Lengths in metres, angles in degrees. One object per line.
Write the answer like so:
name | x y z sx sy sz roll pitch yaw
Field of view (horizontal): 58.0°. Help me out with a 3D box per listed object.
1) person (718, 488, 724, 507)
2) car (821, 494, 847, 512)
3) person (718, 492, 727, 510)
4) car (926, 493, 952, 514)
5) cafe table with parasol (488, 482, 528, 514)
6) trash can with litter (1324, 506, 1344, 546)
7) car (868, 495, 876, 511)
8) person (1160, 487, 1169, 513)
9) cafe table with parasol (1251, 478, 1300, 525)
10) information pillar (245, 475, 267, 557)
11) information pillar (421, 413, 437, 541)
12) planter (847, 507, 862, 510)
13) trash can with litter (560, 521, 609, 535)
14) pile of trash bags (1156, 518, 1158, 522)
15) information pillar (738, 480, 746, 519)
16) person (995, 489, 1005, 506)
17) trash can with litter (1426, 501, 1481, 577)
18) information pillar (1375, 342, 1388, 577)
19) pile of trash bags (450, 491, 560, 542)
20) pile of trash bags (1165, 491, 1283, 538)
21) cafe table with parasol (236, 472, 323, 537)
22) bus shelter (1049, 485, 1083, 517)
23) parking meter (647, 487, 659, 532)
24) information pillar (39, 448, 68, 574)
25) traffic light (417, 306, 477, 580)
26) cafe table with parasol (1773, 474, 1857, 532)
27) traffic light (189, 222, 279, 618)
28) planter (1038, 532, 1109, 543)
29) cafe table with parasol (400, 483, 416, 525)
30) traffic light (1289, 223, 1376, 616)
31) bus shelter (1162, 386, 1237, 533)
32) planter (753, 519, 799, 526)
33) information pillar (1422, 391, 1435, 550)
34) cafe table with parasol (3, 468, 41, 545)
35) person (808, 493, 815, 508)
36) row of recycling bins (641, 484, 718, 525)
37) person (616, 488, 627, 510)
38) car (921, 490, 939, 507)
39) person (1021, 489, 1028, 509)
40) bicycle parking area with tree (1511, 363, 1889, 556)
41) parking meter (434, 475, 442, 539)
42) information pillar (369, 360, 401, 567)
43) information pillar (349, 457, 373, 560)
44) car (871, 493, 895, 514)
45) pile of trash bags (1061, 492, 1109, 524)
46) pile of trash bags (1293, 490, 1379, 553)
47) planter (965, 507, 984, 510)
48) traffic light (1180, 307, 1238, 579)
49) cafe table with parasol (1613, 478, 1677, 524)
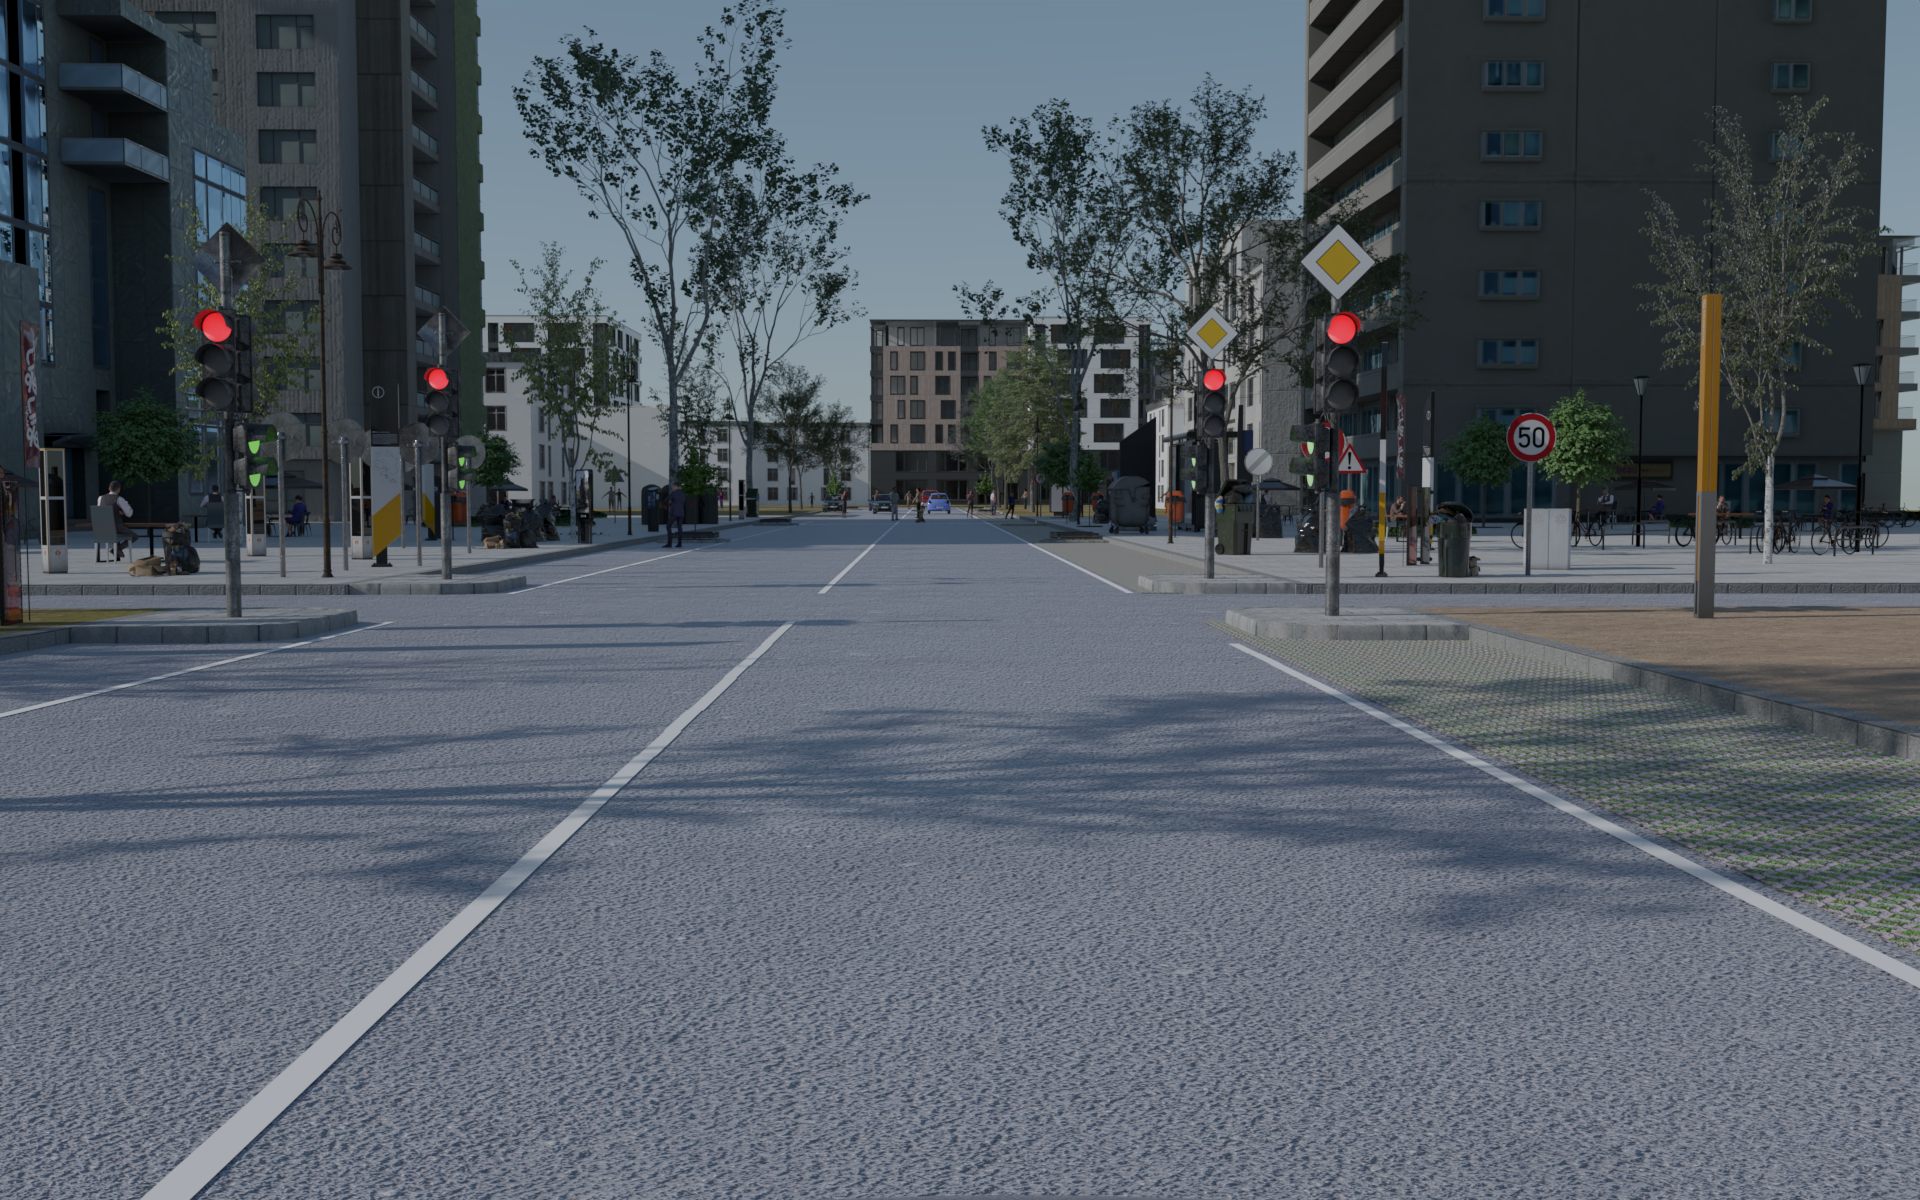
person | -22.929 -9.803 166.279 0.705 1.831 1.348 -3 4 -37
car | -9.534 -7.460 131.757 2.009 1.686 4.222 0 4 -1
person | -19.158 -7.918 138.721 0.991 1.433 0.599 -2 4 -28
car | -1.533 -7.114 125.900 1.945 1.707 3.694 0 4 -1
cafe table with parasol | -22.314 -4.927 85.422 2.610 1.966 2.610 3 5 39
trash can with litter | 8.976 -1.909 42.602 0.624 1.170 1.055 -3 5 -41
car | -6.926 -8.286 148.063 1.945 1.354 3.894 0 4 -2
person | 13.718 -6.606 114.778 1.217 1.736 0.721 -2 4 -30
cafe table with parasol | 12.899 -4.085 71.656 2.610 1.966 2.610 0 4 -8
information pillar | -14.484 -1.903 35.611 0.304 2.012 0.304 -3 5 -43
information pillar | -14.591 -3.435 47.516 0.183 3.616 0.504 1 4 14
planter | -9.802 -8.243 155.912 1.991 0.319 1.994 0 4 -1
trash can with litter | -11.761 -2.665 54.633 1.678 1.210 2.233 0 4 -1
pile of trash bags | 7.391 -4.295 79.973 3.447 1.369 1.912 -3 4 -39
information pillar | -11.030 -5.087 87.665 0.304 2.012 0.304 0 4 8
person | 3.996 -10.433 176.644 1.348 1.821 0.705 0 4 0
trash can with litter | 7.703 -0.950 26.913 0.624 1.170 1.055 2 4 33
information pillar | 6.504 -2.157 26.624 0.183 3.616 0.504 1 4 15
pile of trash bags | -12.659 -2.314 47.584 3.447 1.369 1.912 2 4 24
pile of trash bags | 7.750 -2.520 50.959 3.447 1.369 1.912 0 4 7
cafe table with parasol | -20.370 -2.883 52.011 2.610 1.966 2.610 0 4 -4
bus shelter | 6.056 -6.412 98.760 2.014 3.302 5.546 0 4 -1
parking meter | -10.440 -3.090 58.939 0.372 1.533 0.369 0 3 0
information pillar | -14.610 -1.432 27.909 0.304 2.012 0.304 3 5 44
traffic light | -7.696 -2.263 25.924 0.839 4.253 0.868 0 4 -1
cafe table with parasol | 29.285 -3.336 59.416 2.610 1.966 2.610 3 5 40
traffic light | -7.550 -1.775 17.941 0.839 4.253 0.868 0 4 -1
planter | 3.342 -1.850 51.394 1.991 0.319 1.994 0 4 -1
cafe table with parasol | -23.470 -4.084 71.638 2.610 1.966 2.610 -3 5 -44
traffic light | 3.909 -1.789 18.166 0.839 4.253 0.868 0 4 -1
bus shelter | 8.529 -5.154 61.901 2.179 5.291 8.768 0 4 -1
planter | -8.387 -3.547 79.127 1.991 0.319 1.994 0 4 -1
information pillar | 10.693 -2.947 39.546 0.183 3.616 0.504 0 4 -6
cafe table with parasol | -24.116 -2.366 43.545 2.610 1.966 2.610 2 4 30
person | -14.058 -9.472 164.175 0.557 1.426 1.065 2 4 34
row of recycling bins | -11.867 -4.045 73.244 3.534 1.692 1.069 -3 5 -39
person | -26.664 -7.874 135.609 1.217 1.723 0.721 0 4 -3
car | -2.788 -9.454 163.241 2.281 1.827 5.304 0 4 -1
person | 5.423 -8.500 145.725 0.721 1.736 1.217 1 4 23
bicycle parking area with tree | 18.020 -3.243 40.027 9.016 4.147 8.231 -2 4 -25
parking meter | -15.015 -2.690 49.692 0.399 1.863 0.255 0 4 -1
information pillar | -10.086 -2.386 30.370 0.504 3.616 0.183 -1 4 -12
information pillar | -11.725 -1.800 33.914 0.304 2.012 0.304 1 4 22
car | -5.427 -7.073 125.424 2.009 1.686 4.222 0 4 -1
pile of trash bags | 6.105 -4.035 75.717 3.447 1.369 1.912 1 4 14
pile of trash bags | 8.563 -1.791 39.028 1.912 1.369 3.447 1 4 18
planter | 1.435 -8.187 155.001 1.991 0.319 1.994 0 4 -1
traffic light | 3.763 -2.277 26.150 0.839 4.253 0.868 0 4 -1
cafe table with parasol | 29.408 -4.253 74.405 2.610 1.966 2.610 1 4 19
